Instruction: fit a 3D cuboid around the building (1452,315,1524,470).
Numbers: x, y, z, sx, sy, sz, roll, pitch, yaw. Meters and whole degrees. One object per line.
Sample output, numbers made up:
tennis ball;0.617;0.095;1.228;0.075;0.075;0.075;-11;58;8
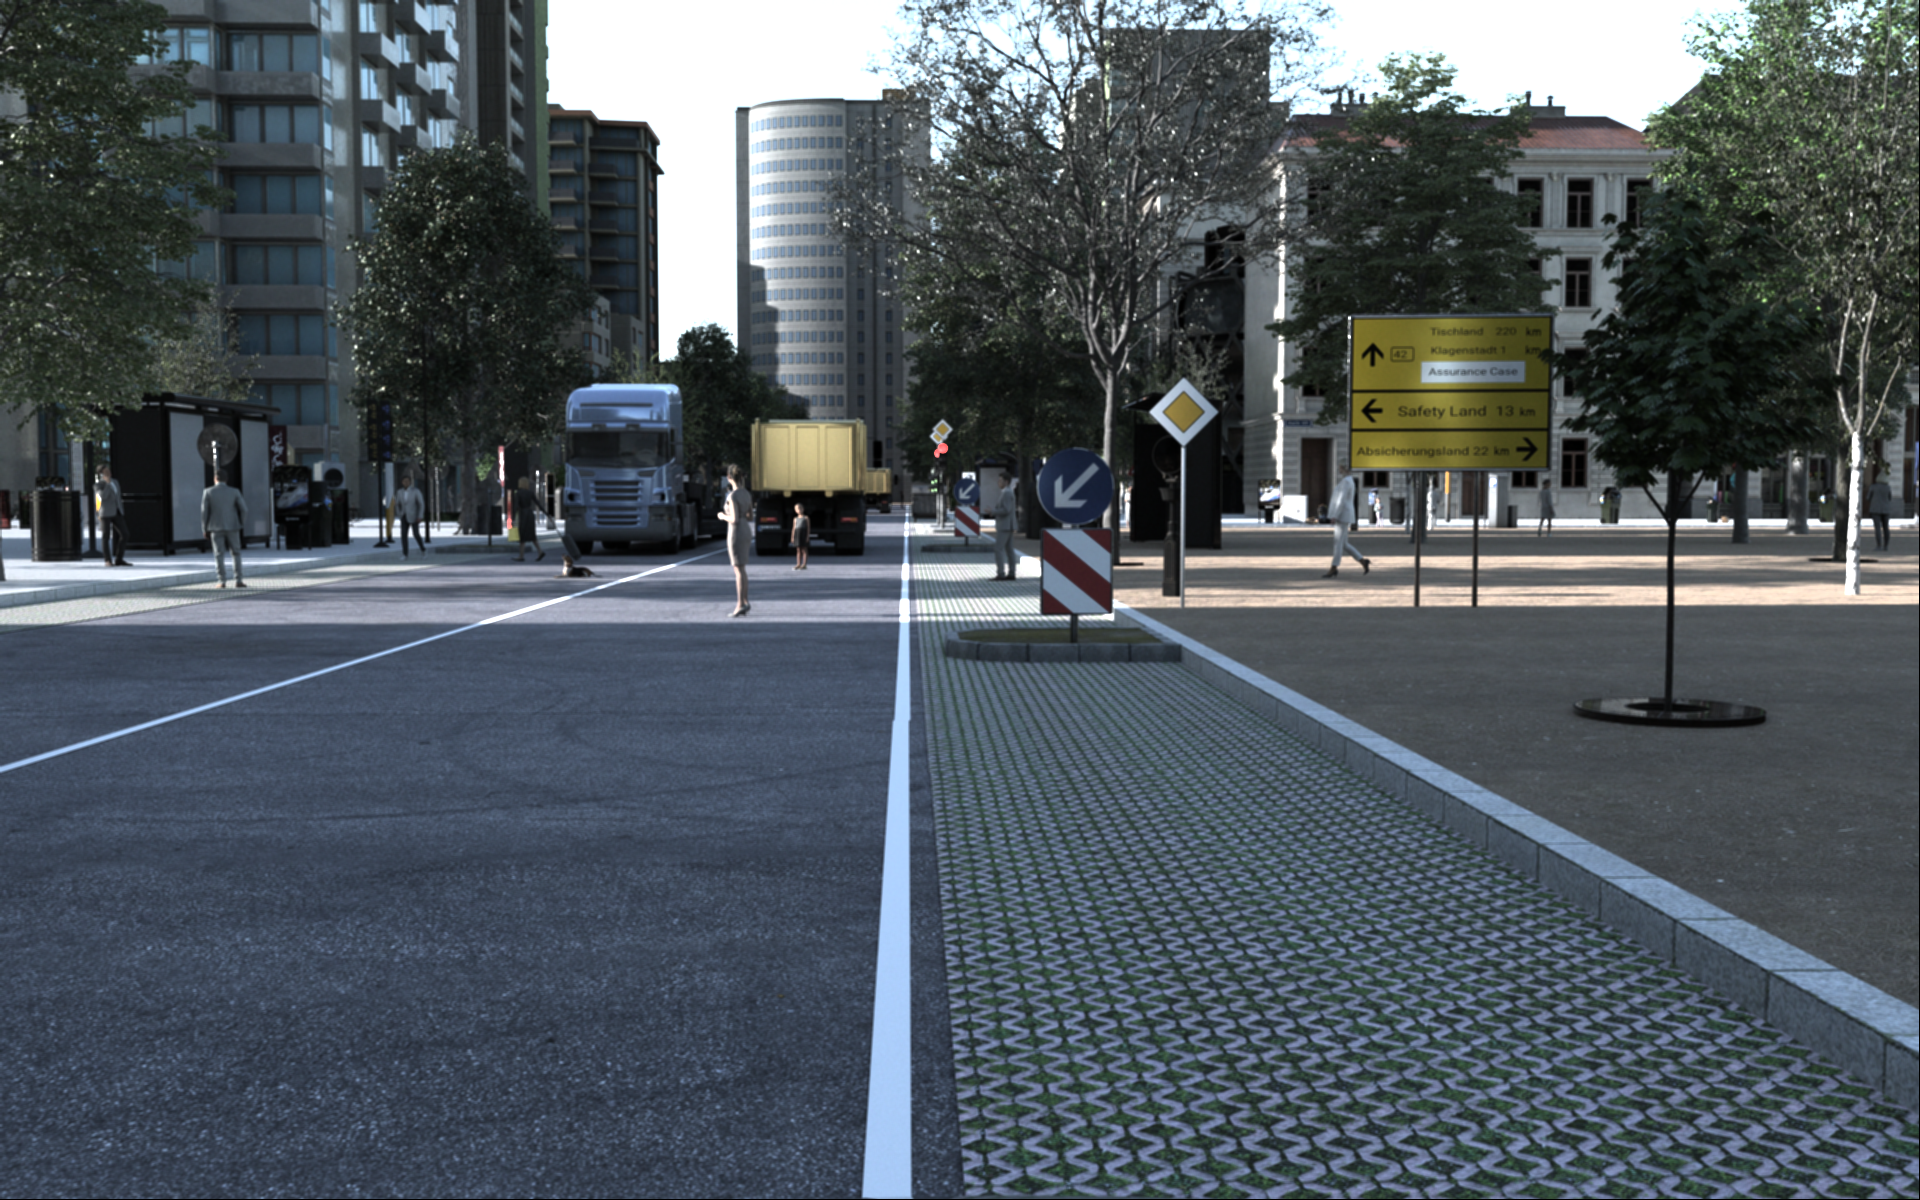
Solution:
building;61.883;-31.824;203.910;14.086;41.232;14.154;0;4;-2

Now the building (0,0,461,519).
building;-41.827;-29.313;98.884;23.786;49.044;30.456;0;4;-2

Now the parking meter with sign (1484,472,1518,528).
parking meter with sign;20.226;-4.201;64.939;1.738;3.016;0.543;-2;4;-35

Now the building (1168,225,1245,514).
building;22.351;-15.253;116.833;16.820;18.784;16.811;0;4;-2

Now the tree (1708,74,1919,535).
tree;26.448;-9.039;54.439;9.857;13.997;8.962;0;3;0

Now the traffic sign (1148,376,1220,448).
traffic sign;2.521;-1.204;19.419;0.795;2.593;0.064;0;4;8

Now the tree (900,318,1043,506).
tree;-0.300;-11.785;110.808;7.486;12.596;7.792;0;3;0

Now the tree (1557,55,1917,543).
tree;20.423;-7.720;44.352;7.486;12.596;7.792;0;3;0

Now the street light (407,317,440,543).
street light;-13.998;-4.438;45.356;0.468;5.910;1.993;0;4;-2

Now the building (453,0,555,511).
building;-38.982;-27.269;129.436;14.154;41.232;14.086;0;4;-2

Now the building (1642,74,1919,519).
building;46.350;-16.128;92.575;19.941;23.489;11.050;0;4;-2

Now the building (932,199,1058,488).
building;10.245;-36.802;256.339;28.867;44.769;22.147;0;4;-2

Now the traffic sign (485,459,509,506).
traffic sign;-17.355;-3.968;64.880;0.884;2.594;0.081;0;4;-1

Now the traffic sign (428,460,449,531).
traffic sign;-18.101;-3.666;60.050;0.768;2.556;0.104;0;4;3

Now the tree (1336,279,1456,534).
tree;14.069;-6.387;54.792;4.360;8.622;3.978;0;3;0

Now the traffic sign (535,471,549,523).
traffic sign;-18.218;-4.493;75.584;0.606;2.300;0.079;0;4;0

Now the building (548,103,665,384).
building;-47.238;-33.171;196.974;28.867;44.769;22.147;0;4;-2

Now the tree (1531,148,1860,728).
tree;4.054;-0.928;9.782;1.663;3.219;1.824;0;3;0

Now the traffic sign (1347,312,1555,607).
traffic sign;5.530;-1.574;19.615;2.265;3.308;0.079;0;4;5

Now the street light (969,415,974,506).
street light;0.552;-7.191;90.364;0.468;5.910;1.993;0;4;-2

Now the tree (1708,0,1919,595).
tree;11.654;-4.372;21.850;4.360;8.622;3.978;0;3;0

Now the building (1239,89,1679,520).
building;25.821;-15.631;91.718;21.152;22.565;11.583;0;4;-2

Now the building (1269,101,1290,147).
building;28.383;-29.599;175.828;32.217;40.220;23.993;0;4;-2

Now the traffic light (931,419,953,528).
traffic light;-0.664;-4.631;64.633;0.839;4.253;0.868;0;4;-2

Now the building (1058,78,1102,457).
building;22.817;-35.204;199.280;21.300;48.544;21.600;0;4;-2

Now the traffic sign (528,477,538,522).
traffic sign;-19.395;-4.851;79.323;0.884;2.594;0.081;0;4;4

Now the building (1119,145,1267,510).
building;20.166;-21.360;136.623;14.401;28.519;23.554;0;4;-2

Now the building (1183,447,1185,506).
building;31.877;-36.897;253.381;14.200;45.320;14.600;0;4;-2

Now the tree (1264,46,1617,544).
tree;11.876;-7.768;45.138;7.486;12.596;7.792;0;3;0

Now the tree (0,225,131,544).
tree;-22.491;-5.706;43.658;4.737;8.622;4.395;0;3;0

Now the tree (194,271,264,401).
tree;-25.479;-6.568;57.743;4.360;8.622;3.978;0;3;0

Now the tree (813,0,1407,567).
tree;2.691;-7.376;30.960;12.009;13.543;11.850;0;3;0

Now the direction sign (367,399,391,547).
direction sign;-13.950;-3.037;41.648;0.379;3.537;0.876;1;4;16

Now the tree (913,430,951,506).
tree;-1.256;-15.982;187.064;9.928;11.665;9.643;0;3;0

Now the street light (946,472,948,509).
street light;-1.131;-10.682;147.437;0.468;5.910;1.993;0;4;-2

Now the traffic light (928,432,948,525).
traffic light;-0.905;-5.119;72.614;0.839;4.253;0.868;0;4;-2

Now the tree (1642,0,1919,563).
tree;16.678;-6.539;32.674;9.928;11.665;9.643;0;3;0

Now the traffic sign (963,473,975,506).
traffic sign;0.434;-4.914;82.472;0.606;2.300;0.079;0;4;4

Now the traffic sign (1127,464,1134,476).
traffic sign;5.254;-3.051;49.884;0.884;2.594;0.081;0;4;2

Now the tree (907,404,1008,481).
tree;-0.272;-12.137;132.859;8.767;10.594;7.601;1;4;10

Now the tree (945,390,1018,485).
tree;1.240;-9.260;101.771;4.360;8.622;3.978;0;3;0

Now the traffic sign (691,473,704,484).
traffic sign;-15.783;-6.369;104.245;0.768;2.556;0.104;0;4;-1

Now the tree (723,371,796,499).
tree;-18.490;-14.781;159.798;7.486;12.596;7.792;0;3;0

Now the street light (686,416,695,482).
street light;-15.708;-7.813;100.529;0.468;5.910;1.993;0;4;-2

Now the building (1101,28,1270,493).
building;19.607;-28.917;156.392;14.154;41.232;14.086;0;4;-2

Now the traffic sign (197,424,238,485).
traffic sign;-13.450;-1.912;31.373;0.768;2.556;0.104;0;4;6

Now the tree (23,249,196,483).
tree;-25.062;-6.135;50.665;4.360;8.622;3.978;0;3;0

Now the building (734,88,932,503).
building;-18.351;-43.580;254.539;28.212;58.520;21.231;0;4;-2

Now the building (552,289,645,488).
building;-45.350;-19.328;161.053;27.650;21.520;28.899;0;4;-2

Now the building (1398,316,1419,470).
building;47.787;-31.832;204.044;14.086;41.232;14.154;0;4;-2

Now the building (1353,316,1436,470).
building;60.500;-29.515;254.277;14.107;30.474;14.160;0;4;-2

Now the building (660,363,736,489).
building;-46.995;-25.267;258.150;28.899;21.520;27.650;0;4;-2

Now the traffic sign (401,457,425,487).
traffic sign;-19.050;-3.690;60.343;0.884;2.594;0.081;0;4;3

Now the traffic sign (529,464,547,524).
traffic sign;-17.857;-4.479;73.343;0.768;2.556;0.104;0;4;2

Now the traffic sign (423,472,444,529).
traffic sign;-19.249;-3.862;63.154;0.884;2.594;0.081;0;4;5
